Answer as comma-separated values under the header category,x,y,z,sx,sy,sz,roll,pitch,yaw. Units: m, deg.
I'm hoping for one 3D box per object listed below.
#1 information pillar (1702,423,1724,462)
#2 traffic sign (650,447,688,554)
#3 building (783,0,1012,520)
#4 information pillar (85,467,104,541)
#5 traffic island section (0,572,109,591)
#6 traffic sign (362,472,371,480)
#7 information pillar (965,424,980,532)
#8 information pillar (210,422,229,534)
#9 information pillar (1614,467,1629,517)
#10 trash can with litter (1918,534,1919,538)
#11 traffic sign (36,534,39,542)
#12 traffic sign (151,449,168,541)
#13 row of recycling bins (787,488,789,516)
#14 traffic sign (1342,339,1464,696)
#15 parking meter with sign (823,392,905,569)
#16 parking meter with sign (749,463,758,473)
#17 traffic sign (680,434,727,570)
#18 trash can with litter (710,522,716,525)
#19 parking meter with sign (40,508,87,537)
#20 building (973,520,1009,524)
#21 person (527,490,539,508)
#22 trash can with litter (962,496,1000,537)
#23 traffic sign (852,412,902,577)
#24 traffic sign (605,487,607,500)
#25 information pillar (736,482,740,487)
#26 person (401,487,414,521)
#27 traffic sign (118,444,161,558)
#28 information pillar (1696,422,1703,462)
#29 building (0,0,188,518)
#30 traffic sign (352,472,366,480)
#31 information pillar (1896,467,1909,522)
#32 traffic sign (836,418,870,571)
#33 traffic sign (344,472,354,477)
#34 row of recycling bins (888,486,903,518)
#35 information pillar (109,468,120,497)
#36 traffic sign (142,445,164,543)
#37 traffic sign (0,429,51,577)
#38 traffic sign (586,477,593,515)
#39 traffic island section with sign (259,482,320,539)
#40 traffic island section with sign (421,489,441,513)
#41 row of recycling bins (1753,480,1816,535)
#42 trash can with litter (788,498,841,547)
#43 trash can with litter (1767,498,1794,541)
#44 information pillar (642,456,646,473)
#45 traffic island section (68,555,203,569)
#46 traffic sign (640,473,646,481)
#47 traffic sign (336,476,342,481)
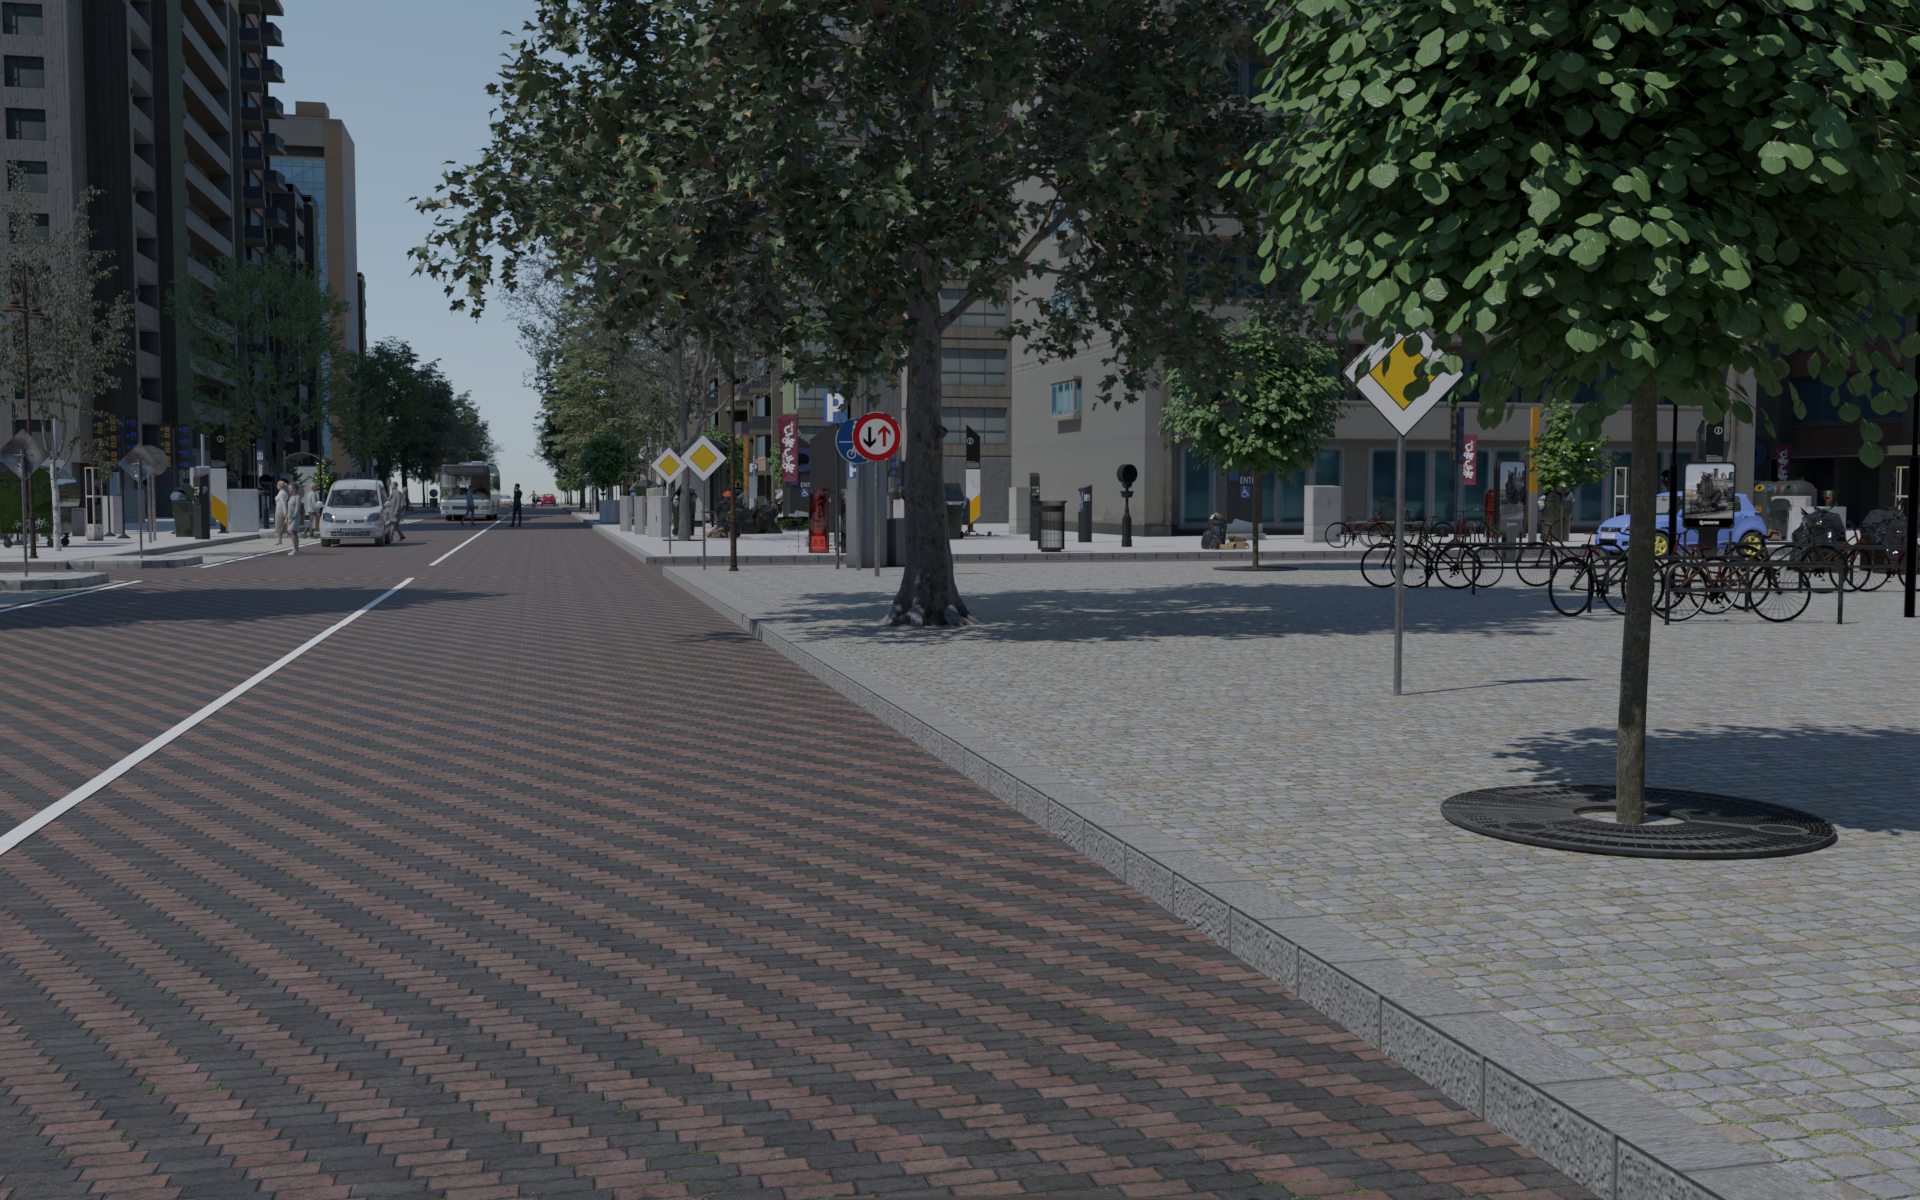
category,x,y,z,sx,sy,sz,roll,pitch,yaw
information pillar,21.282,-3.517,48.861,0.504,3.616,0.183,1,4,18
traffic sign,-6.207,-2.040,37.000,0.795,2.450,0.064,-1,4,-14
building,-3.747,-25.611,102.333,14.154,41.232,14.086,-1,4,-14
information pillar,-23.757,-2.632,47.530,0.304,2.012,0.304,2,4,24
traffic island section,-14.505,-0.280,26.865,2.009,0.180,2.903,-1,4,-14
traffic sign,-34.703,-6.165,100.909,0.768,2.556,0.104,0,4,-4
information pillar,0.431,-4.085,58.142,0.504,3.616,0.183,1,4,9
information pillar,-24.072,-3.970,56.270,0.504,3.616,0.183,-2,4,-26
information pillar,18.160,-2.635,47.567,0.304,2.012,0.304,2,4,33
trash can with litter,27.944,-2.411,50.483,1.678,1.210,2.233,-3,5,-44
traffic sign,-24.724,-2.827,46.323,0.768,2.556,0.104,-1,4,-10
traffic sign,-22.090,-2.895,47.437,0.768,2.556,0.104,0,4,-8
row of recycling bins,-6.214,-4.315,77.667,3.534,1.692,1.069,2,4,25
traffic sign,2.784,-0.598,10.957,0.795,2.450,0.064,0,4,-7
parking meter with sign,-1.599,-2.072,30.137,0.543,3.016,1.738,3,4,36
parking meter with sign,-11.728,-6.139,96.626,0.543,3.016,1.738,0,4,7
traffic sign,-4.327,-1.566,29.239,0.795,2.450,0.064,-1,4,-14
trash can with litter,-10.123,-3.723,72.258,0.624,1.170,1.055,0,4,1
parking meter with sign,-27.309,-3.416,52.118,1.738,3.016,0.543,-1,4,-18
building,4.216,-24.341,81.575,14.154,41.232,14.086,-1,4,-14
person,-43.529,-10.292,176.779,1.348,1.823,0.705,1,4,17
trash can with litter,0.459,-2.538,52.546,2.233,1.210,1.678,-3,5,-40
traffic sign,-1.289,-1.639,26.902,0.768,2.556,0.104,0,4,-5
traffic sign,-19.840,-5.935,97.140,0.768,2.556,0.104,0,4,-6
information pillar,-13.358,-6.070,103.732,0.304,2.012,0.304,-3,4,-36
person,-28.951,-5.005,90.513,0.728,1.800,0.709,2,4,31
traffic sign,-16.364,-1.892,34.570,0.795,2.450,0.064,-1,4,-14
information pillar,23.116,-3.840,54.137,0.183,3.616,0.504,3,5,43
building,-49.314,-19.524,90.923,14.160,30.474,14.107,-1,4,-14
traffic sign,-33.921,-5.973,97.772,0.768,2.556,0.104,0,4,-7
information pillar,25.230,-2.558,46.319,0.304,2.012,0.304,1,4,12
traffic sign,-1.701,-1.767,28.992,0.768,2.556,0.104,-1,4,-10
traffic sign,-34.943,-6.068,99.310,0.768,2.556,0.104,0,4,-7
row of recycling bins,-2.980,-5.194,92.039,1.069,1.692,3.534,1,4,19
information pillar,-32.109,-4.548,65.716,0.504,3.616,0.183,2,4,24
traffic sign,-21.210,-2.764,45.303,0.768,2.556,0.104,-1,4,-12
traffic sign,-14.484,-1.417,26.809,0.795,2.450,0.064,-1,4,-14
traffic sign,-22.716,-6.533,106.922,0.768,2.556,0.104,0,4,-5
traffic island section with sign,-21.688,-2.926,56.467,1.989,1.847,2.006,-1,4,-14
traffic island section with sign,-39.772,-7.491,131.105,1.989,1.847,2.006,-1,4,-14
row of recycling bins,25.595,-2.854,53.779,1.069,1.692,3.534,0,4,7
trash can with litter,-2.957,-1.911,42.302,2.233,1.210,1.678,1,4,14
trash can with litter,22.374,-2.195,47.274,0.624,1.170,1.055,2,4,33
information pillar,-19.165,-6.942,104.849,0.504,3.616,0.183,2,4,33
traffic island section,-16.385,-0.755,34.627,2.009,0.180,2.903,-1,4,-14
traffic sign,-18.490,-6.133,100.387,0.768,2.556,0.104,-1,4,-13
traffic sign,-35.995,-6.097,99.784,0.768,2.556,0.104,0,4,-8
